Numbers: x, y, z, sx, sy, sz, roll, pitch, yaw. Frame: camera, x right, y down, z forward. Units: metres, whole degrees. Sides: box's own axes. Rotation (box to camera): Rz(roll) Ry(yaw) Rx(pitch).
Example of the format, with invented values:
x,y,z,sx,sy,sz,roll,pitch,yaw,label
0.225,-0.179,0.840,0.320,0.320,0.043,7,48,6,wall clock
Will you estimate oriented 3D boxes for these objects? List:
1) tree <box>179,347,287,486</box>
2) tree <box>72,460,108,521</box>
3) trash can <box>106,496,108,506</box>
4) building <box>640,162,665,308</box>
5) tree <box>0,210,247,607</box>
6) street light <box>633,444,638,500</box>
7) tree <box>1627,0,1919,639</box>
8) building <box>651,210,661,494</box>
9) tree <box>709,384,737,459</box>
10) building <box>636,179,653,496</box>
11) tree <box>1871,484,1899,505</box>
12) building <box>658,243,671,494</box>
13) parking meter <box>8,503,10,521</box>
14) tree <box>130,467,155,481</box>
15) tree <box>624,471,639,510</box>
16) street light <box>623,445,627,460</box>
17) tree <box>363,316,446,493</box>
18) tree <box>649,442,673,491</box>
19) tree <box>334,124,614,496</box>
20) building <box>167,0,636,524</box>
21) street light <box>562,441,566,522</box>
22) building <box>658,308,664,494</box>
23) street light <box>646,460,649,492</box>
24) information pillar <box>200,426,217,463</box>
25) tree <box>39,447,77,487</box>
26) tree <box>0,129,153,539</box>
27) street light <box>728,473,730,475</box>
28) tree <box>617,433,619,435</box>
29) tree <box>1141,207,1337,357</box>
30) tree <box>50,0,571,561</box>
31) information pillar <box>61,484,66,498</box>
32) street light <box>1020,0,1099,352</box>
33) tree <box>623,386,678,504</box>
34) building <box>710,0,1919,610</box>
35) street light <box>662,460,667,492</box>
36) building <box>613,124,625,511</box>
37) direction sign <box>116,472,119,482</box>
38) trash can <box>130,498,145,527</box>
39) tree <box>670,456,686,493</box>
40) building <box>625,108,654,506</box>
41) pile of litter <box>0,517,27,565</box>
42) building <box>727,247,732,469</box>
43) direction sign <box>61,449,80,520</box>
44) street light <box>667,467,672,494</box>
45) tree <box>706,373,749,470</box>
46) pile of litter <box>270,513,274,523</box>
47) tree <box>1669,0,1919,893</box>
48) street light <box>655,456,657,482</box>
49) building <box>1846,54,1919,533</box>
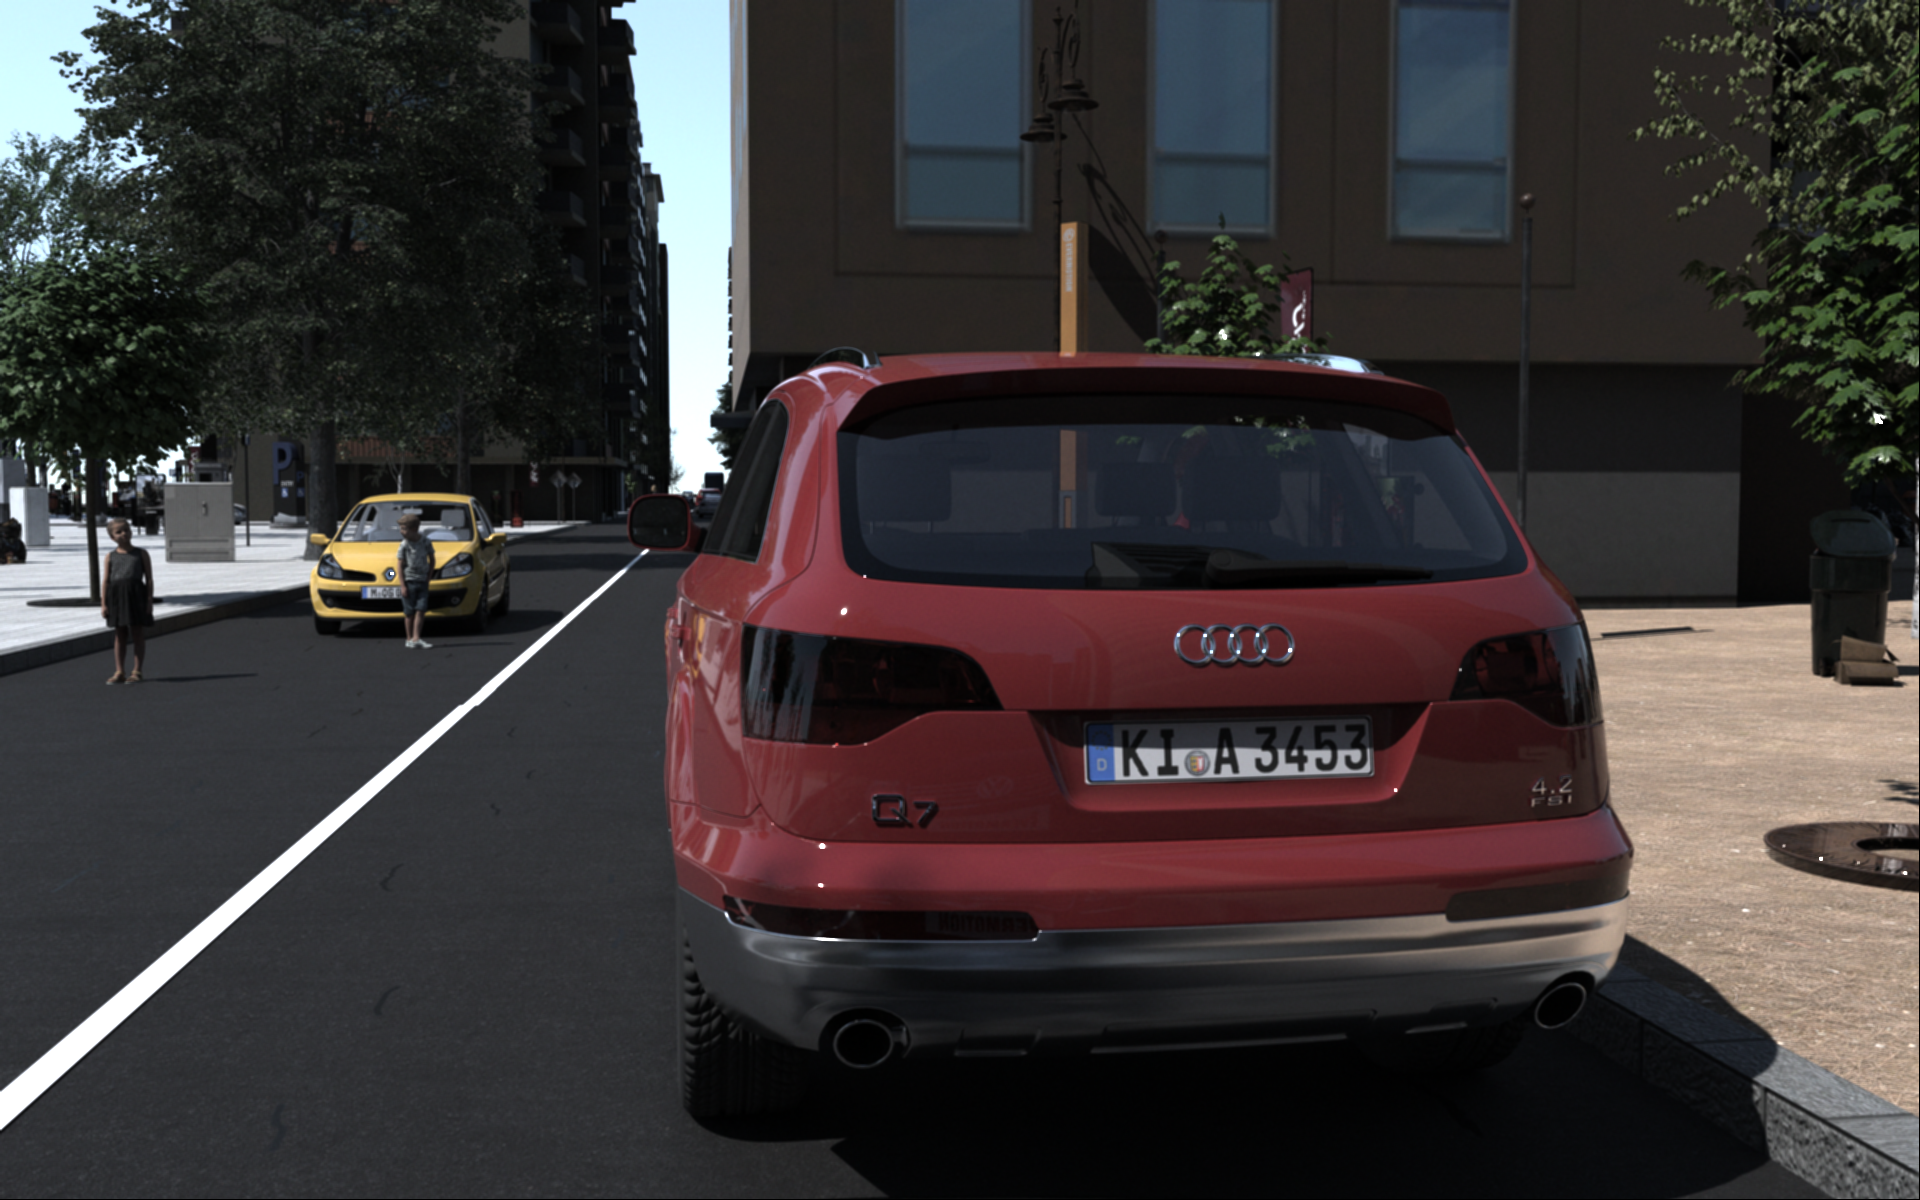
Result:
x,y,z,sx,sy,sz,roll,pitch,yaw,label
-25.394,-6.709,60.051,4.737,8.622,4.395,0,3,0,tree
-41.252,-5.358,82.198,1.663,3.219,1.824,0,3,0,tree
-62.417,-7.006,126.205,0.748,1.137,0.748,0,3,0,trash can
-61.717,-42.012,276.130,28.713,52.752,27.495,-1,4,-8,building
-10.098,-2.236,20.268,4.285,4.588,4.351,0,3,0,tree
-29.054,-11.141,154.940,0.468,5.910,1.993,-1,4,-8,street light
8.318,-3.957,15.064,4.737,8.622,4.395,0,3,0,tree
-49.373,-34.145,241.864,14.154,41.232,14.086,-1,4,-8,building
-19.401,-14.279,159.217,9.928,11.665,9.643,0,3,0,tree
-46.504,-32.641,217.279,14.154,41.232,14.086,-1,4,-8,building
27.034,-4.118,51.048,4.285,4.588,4.351,0,3,0,tree
-57.161,-39.628,298.031,14.600,45.320,14.200,-1,4,-8,building
-43.514,-4.494,79.193,0.399,1.863,0.255,-2,4,-30,parking meter
-48.201,-6.614,102.743,1.663,3.219,1.824,0,3,0,tree
-27.276,-9.079,143.048,1.663,3.219,1.824,0,3,0,tree
-26.029,-9.864,134.068,0.468,5.910,1.993,-1,4,-8,street light
-21.894,-7.178,67.730,4.360,8.622,3.978,0,3,0,tree
-40.168,-17.078,229.591,4.360,8.622,3.978,0,3,0,tree
-15.035,-8.289,52.533,9.611,12.733,9.660,0,3,0,tree
-28.707,-26.758,92.111,22.147,44.769,28.867,-1,4,-8,building
-18.167,-6.516,79.323,0.468,5.910,1.993,-1,4,-8,street light
-51.416,-29.701,257.311,14.160,30.474,14.107,-1,4,-8,building
-32.871,-12.815,182.317,0.468,5.910,1.993,-1,4,-8,street light
-23.045,-3.778,53.130,0.504,3.616,0.183,-3,5,-42,information pillar
-31.035,-6.639,58.907,4.737,8.622,4.395,0,3,0,tree
-26.601,-7.568,49.498,9.928,11.665,9.643,0,3,0,tree
-41.602,-20.742,311.910,0.468,5.910,1.993,-1,4,-8,street light
-23.685,-9.832,111.123,4.737,8.622,4.395,0,3,0,tree
1.672,-1.052,11.807,1.663,3.219,1.824,0,3,0,tree
-12.433,-7.743,33.247,9.857,13.997,8.962,0,3,0,tree
-67.560,-7.710,130.555,0.304,2.012,0.304,-3,4,-36,information pillar
0.928,-2.677,16.556,0.468,5.910,1.993,-1,4,-8,street light
-28.408,-13.181,149.917,8.767,10.594,7.601,0,4,-1,tree
3.718,-22.875,24.119,14.600,45.320,14.200,-1,4,-8,building
-40.801,-16.201,237.680,0.468,5.910,1.993,-1,4,-8,street light
-31.682,-21.552,124.075,14.160,30.474,14.107,-1,4,-8,building
-68.570,-9.118,141.077,0.379,3.537,0.876,-1,4,-15,direction sign
-32.153,-3.440,67.899,0.748,1.137,0.748,0,3,0,trash can
-51.656,-22.091,311.544,4.737,8.622,4.395,0,3,0,tree
-46.941,-35.163,194.521,23.786,49.044,30.456,-1,4,-8,building
-17.831,-1.102,31.980,1.176,0.858,1.719,-1,4,-11,pile of litter
-28.956,-39.445,299.547,22.147,44.769,28.867,-1,4,-8,building
-44.740,-5.819,87.133,0.876,3.537,0.379,-1,4,-14,direction sign
-44.865,-17.906,265.552,0.468,5.910,1.993,-1,4,-8,street light
-16.043,-14.372,141.638,9.857,13.997,8.962,0,3,0,tree
-30.009,-3.870,77.244,1.176,0.858,1.719,3,5,44,pile of litter
3.331,-0.683,5.775,1.663,3.219,1.824,0,3,0,tree
-36.855,-14.497,209.814,0.468,5.910,1.993,-1,4,-8,street light
28.390,-38.295,64.373,20.611,71.187,20.563,-1,4,-8,building
